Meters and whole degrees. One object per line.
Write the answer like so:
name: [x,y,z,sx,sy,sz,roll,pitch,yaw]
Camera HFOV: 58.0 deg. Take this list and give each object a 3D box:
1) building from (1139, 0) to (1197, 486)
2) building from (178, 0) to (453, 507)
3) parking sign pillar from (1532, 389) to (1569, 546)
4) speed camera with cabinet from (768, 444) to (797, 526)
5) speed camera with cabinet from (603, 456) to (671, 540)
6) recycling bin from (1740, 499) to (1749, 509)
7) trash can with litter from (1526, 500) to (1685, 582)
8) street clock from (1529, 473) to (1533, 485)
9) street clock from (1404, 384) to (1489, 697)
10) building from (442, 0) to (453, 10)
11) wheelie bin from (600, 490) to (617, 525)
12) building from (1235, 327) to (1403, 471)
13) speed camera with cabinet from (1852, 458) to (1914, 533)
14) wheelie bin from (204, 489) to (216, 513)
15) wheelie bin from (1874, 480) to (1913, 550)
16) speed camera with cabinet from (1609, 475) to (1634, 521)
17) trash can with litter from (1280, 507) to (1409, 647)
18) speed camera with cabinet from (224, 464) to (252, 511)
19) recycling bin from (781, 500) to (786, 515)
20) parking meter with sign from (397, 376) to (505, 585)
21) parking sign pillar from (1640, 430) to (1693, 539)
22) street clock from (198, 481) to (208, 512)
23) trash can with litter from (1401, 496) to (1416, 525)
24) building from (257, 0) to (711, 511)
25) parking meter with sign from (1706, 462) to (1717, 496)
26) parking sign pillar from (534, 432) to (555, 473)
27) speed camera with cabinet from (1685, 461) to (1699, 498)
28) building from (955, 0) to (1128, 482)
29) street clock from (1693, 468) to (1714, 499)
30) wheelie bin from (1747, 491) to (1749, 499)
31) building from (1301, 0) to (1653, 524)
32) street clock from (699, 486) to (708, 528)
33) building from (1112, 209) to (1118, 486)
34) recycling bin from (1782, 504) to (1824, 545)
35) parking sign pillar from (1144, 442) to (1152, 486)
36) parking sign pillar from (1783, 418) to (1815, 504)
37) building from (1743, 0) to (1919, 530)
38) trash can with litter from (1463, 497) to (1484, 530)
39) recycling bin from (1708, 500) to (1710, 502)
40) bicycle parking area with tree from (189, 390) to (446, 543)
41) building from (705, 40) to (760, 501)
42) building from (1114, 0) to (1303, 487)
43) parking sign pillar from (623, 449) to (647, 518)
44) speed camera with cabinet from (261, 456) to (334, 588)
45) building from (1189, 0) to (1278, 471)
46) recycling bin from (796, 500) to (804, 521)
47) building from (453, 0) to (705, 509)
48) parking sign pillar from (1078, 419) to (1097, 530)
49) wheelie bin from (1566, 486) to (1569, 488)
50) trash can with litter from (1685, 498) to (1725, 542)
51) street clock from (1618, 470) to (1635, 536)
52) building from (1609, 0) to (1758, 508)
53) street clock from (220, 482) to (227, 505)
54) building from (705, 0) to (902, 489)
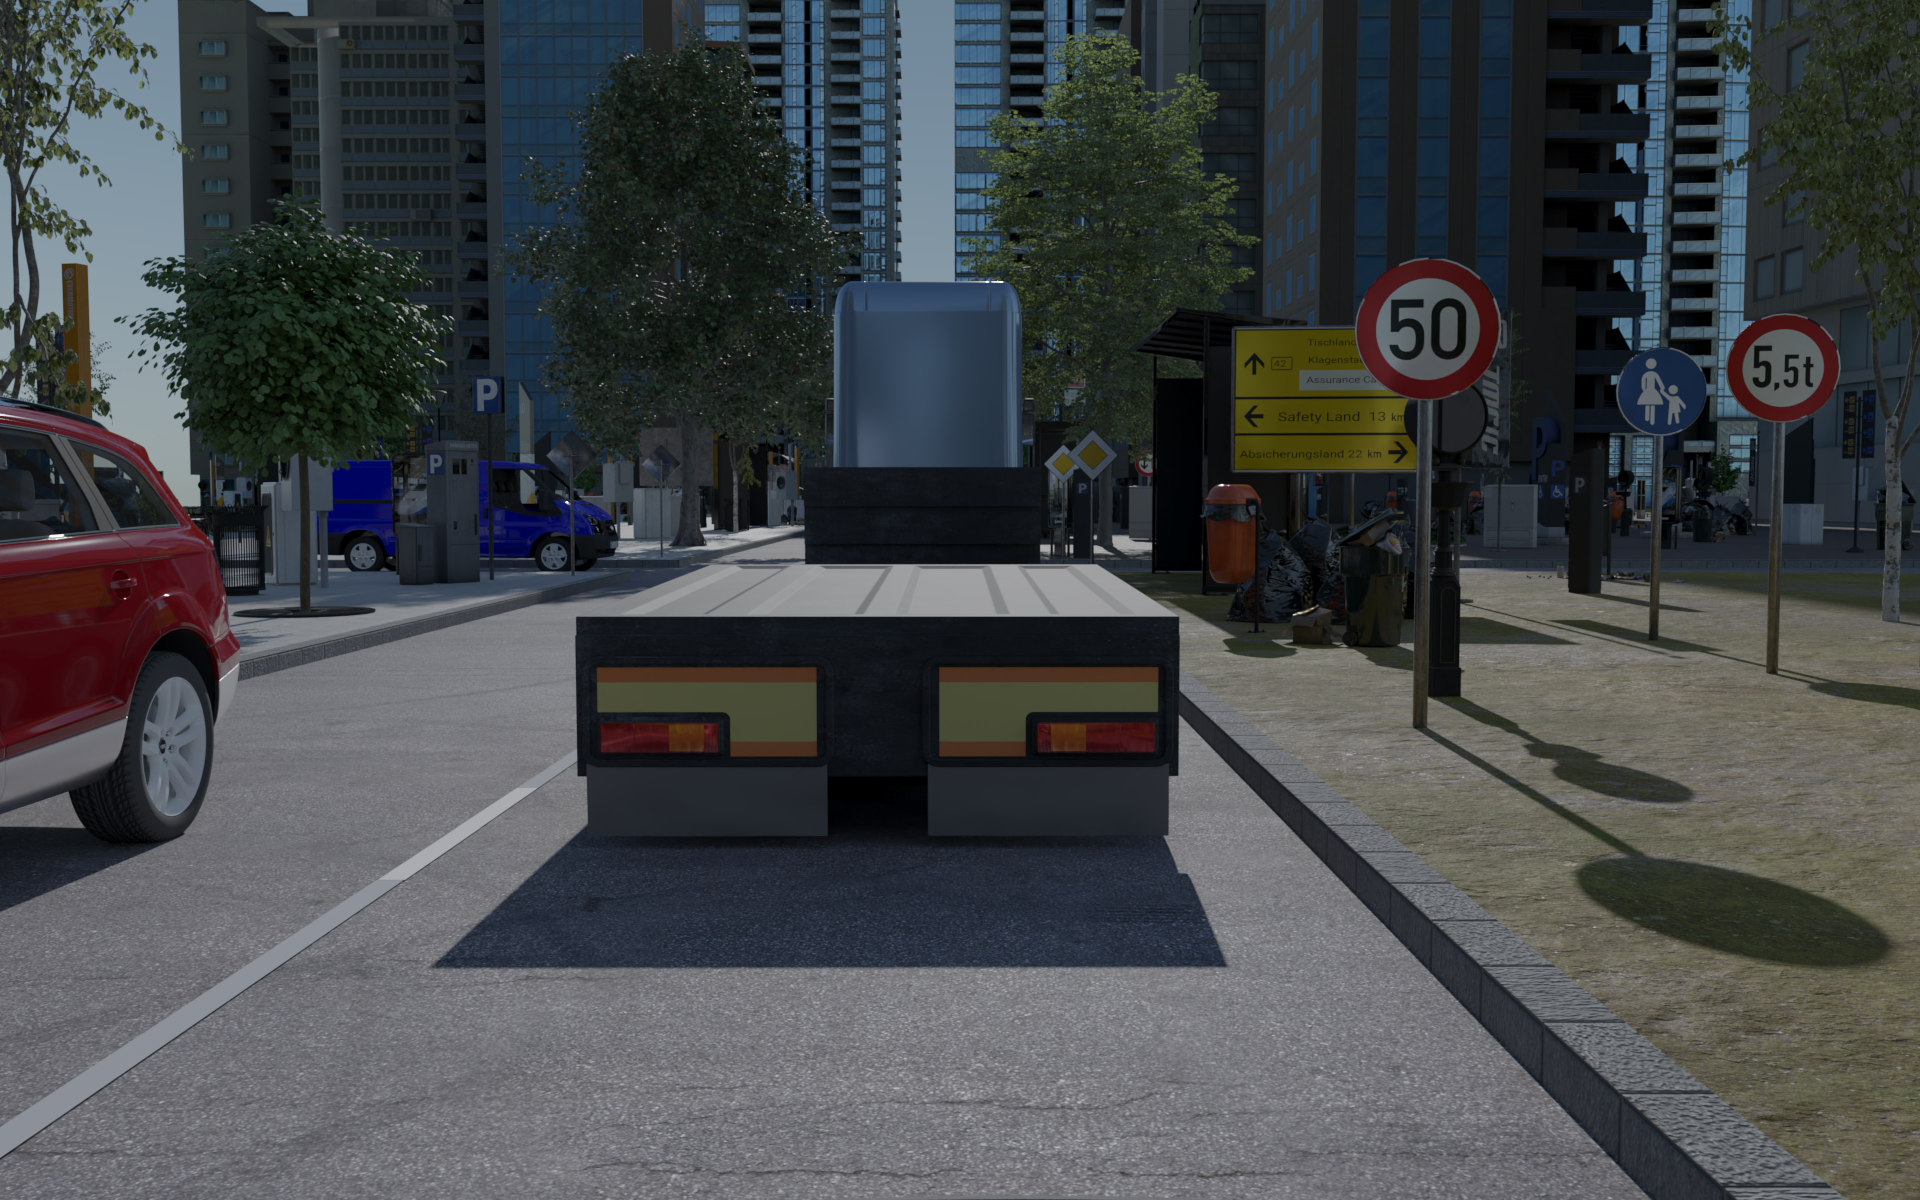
building: [24.277,-36.041,131.262,21.231,58.520,28.212,0,4,0]
building: [-58.456,-33.061,164.245,21.600,48.544,21.300,0,4,0]
parking sign pillar: [14.883,-3.381,43.747,1.447,3.967,1.447,0,4,0]
speed camera with cabinet: [-7.332,-4.565,68.973,0.660,3.252,2.038,-3,5,-43]
speed camera with cabinet: [-9.213,-3.370,49.431,0.660,3.252,2.038,3,5,40]
recycling bin: [41.656,-4.881,92.359,0.722,1.027,0.722,3,5,43]
trash can with litter: [9.754,-0.909,25.916,1.678,1.210,2.233,-2,4,-28]
street clock: [19.775,-3.379,59.815,0.358,2.002,0.471,1,4,23]
street clock: [3.069,-0.393,10.989,0.471,2.002,0.358,0,4,-7]
building: [-65.824,-55.169,214.681,31.000,86.520,22.319,0,4,0]
wheelie bin: [-14.675,-3.970,72.818,0.693,1.594,0.980,3,5,42]
building: [41.752,-36.506,216.479,30.456,49.044,23.786,0,4,0]
speed camera with cabinet: [30.439,-3.840,57.116,0.660,3.252,2.038,-1,4,-16]
wheelie bin: [-46.078,-6.015,106.247,0.693,1.594,0.980,-1,4,-12]
wheelie bin: [21.373,-1.939,39.617,0.693,1.594,0.980,0,4,-4]
speed camera with cabinet: [31.013,-5.352,81.840,0.660,3.252,2.038,-1,4,-14]
trash can with litter: [3.257,-0.202,14.682,1.055,1.170,0.624,2,4,26]
speed camera with cabinet: [-39.207,-6.098,94.040,0.660,3.252,2.038,0,4,6]
recycling bin: [-8.187,-3.983,77.680,0.722,1.027,0.722,-1,4,-13]
parking meter with sign: [-7.361,-1.760,25.034,0.543,3.016,1.738,2,4,27]
parking sign pillar: [20.506,-3.773,50.165,1.447,3.967,1.447,0,4,3]
street clock: [-41.160,-5.482,94.202,0.471,2.002,0.358,0,4,-5]
trash can with litter: [12.949,-2.465,51.361,2.233,1.210,1.678,0,4,7]
building: [-34.760,-27.239,137.238,32.217,40.220,23.993,0,4,0]
parking meter with sign: [40.327,-5.909,92.865,0.543,3.016,1.738,1,4,21]
parking sign pillar: [-18.243,-5.309,75.274,1.447,3.967,1.447,2,4,24]
speed camera with cabinet: [42.658,-6.592,102.115,2.038,3.252,0.660,-1,4,-18]
building: [11.021,-55.127,214.002,31.000,86.520,22.319,0,4,0]
street clock: [20.360,-2.615,47.332,0.358,2.002,0.471,0,4,-1]
wheelie bin: [46.693,-5.753,101.966,0.693,1.594,0.980,1,4,16]
building: [22.305,-26.319,80.422,14.600,45.320,14.200,0,4,0]
street clock: [-9.766,-3.751,65.906,0.471,2.002,0.358,3,5,44]
building: [21.640,-24.223,167.740,14.160,30.474,14.107,0,4,0]
recycling bin: [21.301,-1.912,43.820,0.722,1.027,0.722,-1,4,-12]
parking sign pillar: [9.828,-6.123,88.591,1.447,3.967,1.447,-1,4,-10]
parking sign pillar: [29.699,-4.478,61.681,1.447,3.967,1.447,-3,5,-43]
building: [46.300,-28.755,59.386,27.495,52.752,28.713,0,4,0]
trash can with litter: [18.695,-3.128,62.538,1.055,1.170,0.624,-3,5,-40]
recycling bin: [30.977,-3.644,72.133,0.722,1.027,0.722,0,4,-6]
bicycle parking area with tree: [-17.072,-3.731,47.999,8.231,4.147,9.016,1,4,15]
building: [-32.479,-31.145,163.837,28.867,44.769,22.147,0,4,0]
building: [21.235,-30.768,153.161,14.600,45.320,14.200,0,4,0]
parking sign pillar: [-16.590,-6.149,89.000,1.447,3.967,1.447,1,4,22]
speed camera with cabinet: [-9.285,-1.826,24.187,0.660,3.252,2.038,-2,4,-32]
building: [20.359,-20.262,102.992,14.160,30.474,14.107,0,4,0]
recycling bin: [-6.525,-3.749,73.851,0.722,1.027,0.722,2,4,30]
building: [-25.214,-28.614,117.948,14.600,45.320,14.200,0,4,0]
parking sign pillar: [4.203,-4.509,62.198,1.447,3.967,1.447,-2,4,-28]
wheelie bin: [24.318,-3.740,69.064,0.980,1.594,0.693,-2,4,-35]
trash can with litter: [19.916,-2.131,46.234,1.055,1.170,0.624,-2,4,-35]
street clock: [20.205,-2.937,52.590,0.358,2.002,0.471,-1,4,-23]
building: [62.847,-51.929,161.709,31.000,86.520,22.319,0,4,0]
street clock: [-42.785,-5.877,100.659,0.471,2.002,0.358,3,5,44]
building: [-20.295,-55.166,214.633,31.000,86.520,22.319,0,4,0]
